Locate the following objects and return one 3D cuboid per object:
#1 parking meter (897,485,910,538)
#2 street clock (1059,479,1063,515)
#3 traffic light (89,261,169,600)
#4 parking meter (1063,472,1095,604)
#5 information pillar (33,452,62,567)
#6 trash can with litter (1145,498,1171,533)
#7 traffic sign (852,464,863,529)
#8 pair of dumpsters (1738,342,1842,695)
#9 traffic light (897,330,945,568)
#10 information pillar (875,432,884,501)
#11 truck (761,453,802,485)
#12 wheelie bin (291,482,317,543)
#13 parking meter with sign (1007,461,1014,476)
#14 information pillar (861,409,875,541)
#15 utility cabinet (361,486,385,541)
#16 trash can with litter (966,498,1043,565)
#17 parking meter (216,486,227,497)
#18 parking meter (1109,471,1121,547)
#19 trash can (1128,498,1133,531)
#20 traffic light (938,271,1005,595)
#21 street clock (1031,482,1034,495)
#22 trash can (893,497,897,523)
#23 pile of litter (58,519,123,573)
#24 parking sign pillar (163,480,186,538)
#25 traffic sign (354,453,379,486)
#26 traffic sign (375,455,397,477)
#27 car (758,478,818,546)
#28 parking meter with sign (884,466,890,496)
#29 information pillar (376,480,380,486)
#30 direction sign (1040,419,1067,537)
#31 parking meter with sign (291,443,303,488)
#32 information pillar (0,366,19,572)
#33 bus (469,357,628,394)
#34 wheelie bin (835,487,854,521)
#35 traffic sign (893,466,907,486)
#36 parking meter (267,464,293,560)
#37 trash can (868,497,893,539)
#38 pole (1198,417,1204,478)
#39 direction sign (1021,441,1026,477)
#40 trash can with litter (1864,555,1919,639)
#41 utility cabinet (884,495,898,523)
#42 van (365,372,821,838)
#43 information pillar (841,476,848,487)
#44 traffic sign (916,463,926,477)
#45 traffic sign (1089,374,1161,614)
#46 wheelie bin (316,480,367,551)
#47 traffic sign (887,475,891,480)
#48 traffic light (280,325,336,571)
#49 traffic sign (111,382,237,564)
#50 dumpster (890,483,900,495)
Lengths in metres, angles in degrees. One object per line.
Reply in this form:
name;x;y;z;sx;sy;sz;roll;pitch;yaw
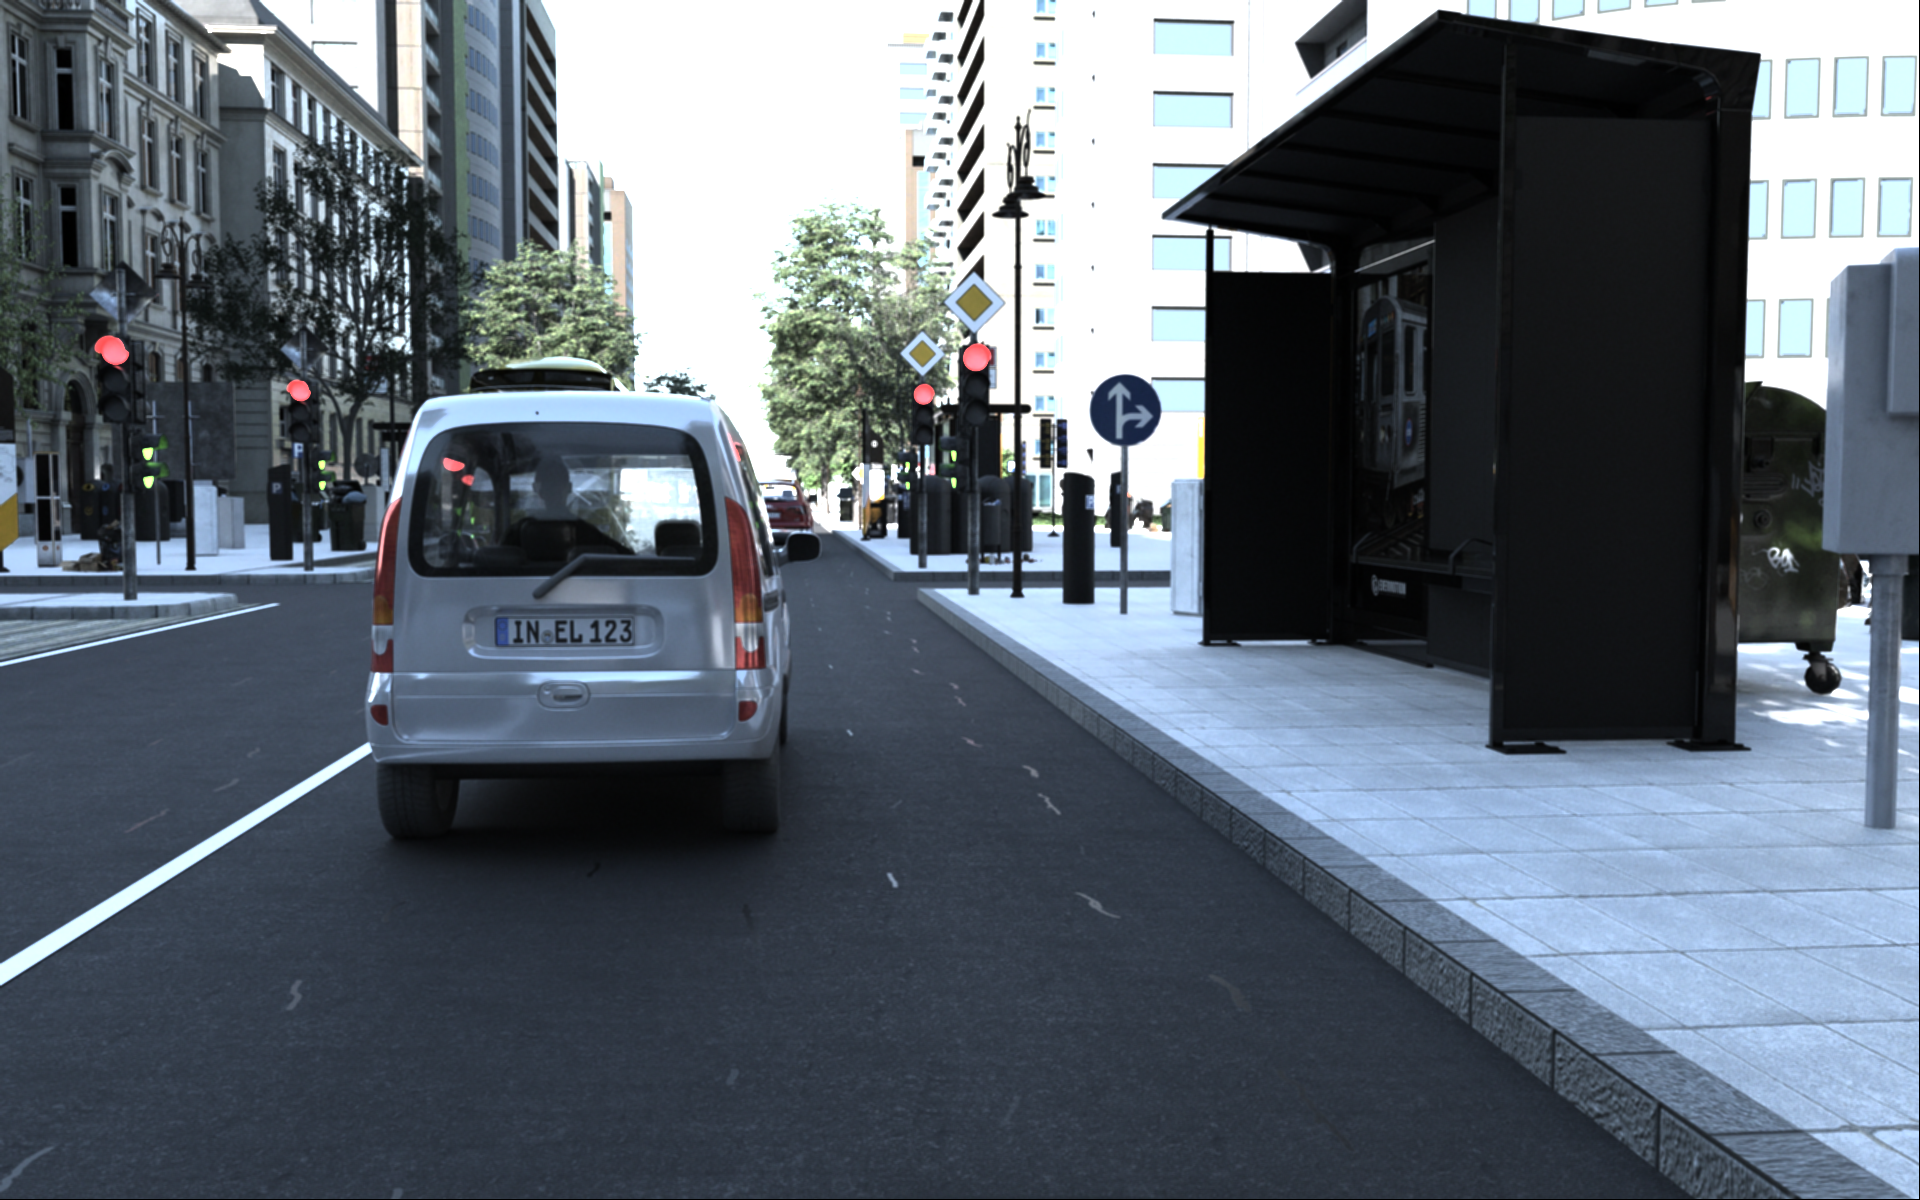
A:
parking meter;-1.628;-2.561;50.277;0.372;1.533;0.369;0;3;0
street clock;4.932;-4.758;82.359;0.358;2.002;0.471;3;4;38
traffic light;-10.050;-1.956;20.902;0.839;4.253;0.868;0;4;-6
parking meter;1.395;-0.729;20.328;0.372;1.533;0.369;0;3;0
information pillar;-16.015;-1.586;30.423;0.304;2.012;0.304;0;4;-2
trash can with litter;6.734;-2.825;57.577;1.055;1.170;0.624;-1;4;-14
traffic sign;-3.581;-3.836;63.909;0.795;2.450;0.064;0;4;3
pair of dumpsters;4.792;-0.643;13.006;1.574;2.255;4.437;0;4;-6
traffic light;-0.668;-2.507;29.914;0.839;4.253;0.868;0;4;-6
information pillar;-2.964;-4.290;61.492;0.504;3.616;0.183;-1;4;-19
truck;-12.836;-8.288;124.414;2.839;4.237;11.283;0;4;-5
wheelie bin;-17.460;-2.333;46.056;0.693;1.594;0.980;3;4;38
parking meter with sign;2.291;-5.914;92.961;0.543;3.016;1.738;-2;4;-34
information pillar;-2.592;-3.456;47.855;0.183;3.616;0.504;1;4;14
utility cabinet;-15.964;-2.325;46.698;1.173;1.500;0.318;3;4;36
trash can with litter;0.903;-1.305;32.387;1.678;1.210;2.233;3;5;39
parking meter;-24.402;-2.987;57.241;0.372;1.533;0.369;0;3;0
parking meter;3.830;-2.217;41.954;0.399;1.863;0.255;-1;4;-10
trash can;5.577;-2.933;59.608;0.748;1.137;0.748;0;3;0
traffic light;0.155;-2.021;21.971;0.839;4.253;0.868;0;4;-6
street clock;4.279;-6.145;105.045;0.358;2.002;0.471;1;4;21
trash can;-3.065;-3.785;73.546;0.748;1.137;0.748;0;3;0
pile of litter;-14.470;-0.920;28.999;1.176;0.858;1.719;-1;4;-14
parking sign pillar;-22.982;-3.837;51.201;1.447;3.967;1.447;1;4;10
traffic sign;-18.555;-3.306;54.152;0.768;2.556;0.104;0;4;0
traffic sign;-18.121;-3.330;54.548;0.768;2.556;0.104;0;4;0
car;-4.504;-1.983;41.093;2.281;1.827;5.304;0;4;-5
parking meter with sign;-3.432;-5.102;79.682;0.543;3.016;1.738;0;4;3
information pillar;-29.580;-5.133;88.423;0.304;2.012;0.304;2;4;23
direction sign;2.825;-3.683;52.209;0.876;3.537;0.379;-1;4;-20
parking meter with sign;-22.101;-3.714;56.991;0.543;3.016;1.738;0;4;7
information pillar;-15.719;-2.260;28.314;0.504;3.616;0.183;-3;5;-42
bus;-7.826;-2.640;34.718;2.896;3.916;12.252;0;4;-8
wheelie bin;-5.446;-4.560;82.469;0.980;1.594;0.693;0;4;2
traffic sign;-2.087;-3.598;60.957;0.606;2.300;0.079;0;4;-2
parking meter;-13.187;-1.704;33.579;0.399;1.863;0.255;0;4;6
trash can;-2.412;-2.356;50.179;0.748;1.137;0.748;0;3;0
pole;6.426;-3.199;46.141;0.158;3.312;0.155;0;3;0
direction sign;2.651;-5.033;74.293;0.379;3.537;0.876;-1;4;-19
trash can with litter;8.450;-0.253;15.531;0.624;1.170;1.055;0;4;3
utility cabinet;-2.908;-4.011;76.734;1.020;1.237;0.306;3;5;39
van;-1.698;-0.099;8.638;2.013;2.044;4.112;0;4;-5
information pillar;-6.046;-6.070;90.591;0.504;3.616;0.183;-3;5;-41
traffic sign;-1.606;-3.912;63.971;0.884;2.594;0.081;0;4;-5
traffic sign;1.755;-1.124;18.487;0.768;2.556;0.104;0;4;1
wheelie bin;-13.827;-1.907;39.086;0.980;1.594;0.693;1;4;11
traffic sign;-4.584;-6.424;105.144;0.768;2.556;0.104;0;3;0
traffic light;-10.873;-2.442;28.845;0.839;4.253;0.868;0;4;-6
traffic sign;-14.281;-2.299;31.464;2.265;3.308;0.079;0;4;1
dumpster;-3.412;-5.379;93.698;1.264;1.857;1.865;0;4;-6
